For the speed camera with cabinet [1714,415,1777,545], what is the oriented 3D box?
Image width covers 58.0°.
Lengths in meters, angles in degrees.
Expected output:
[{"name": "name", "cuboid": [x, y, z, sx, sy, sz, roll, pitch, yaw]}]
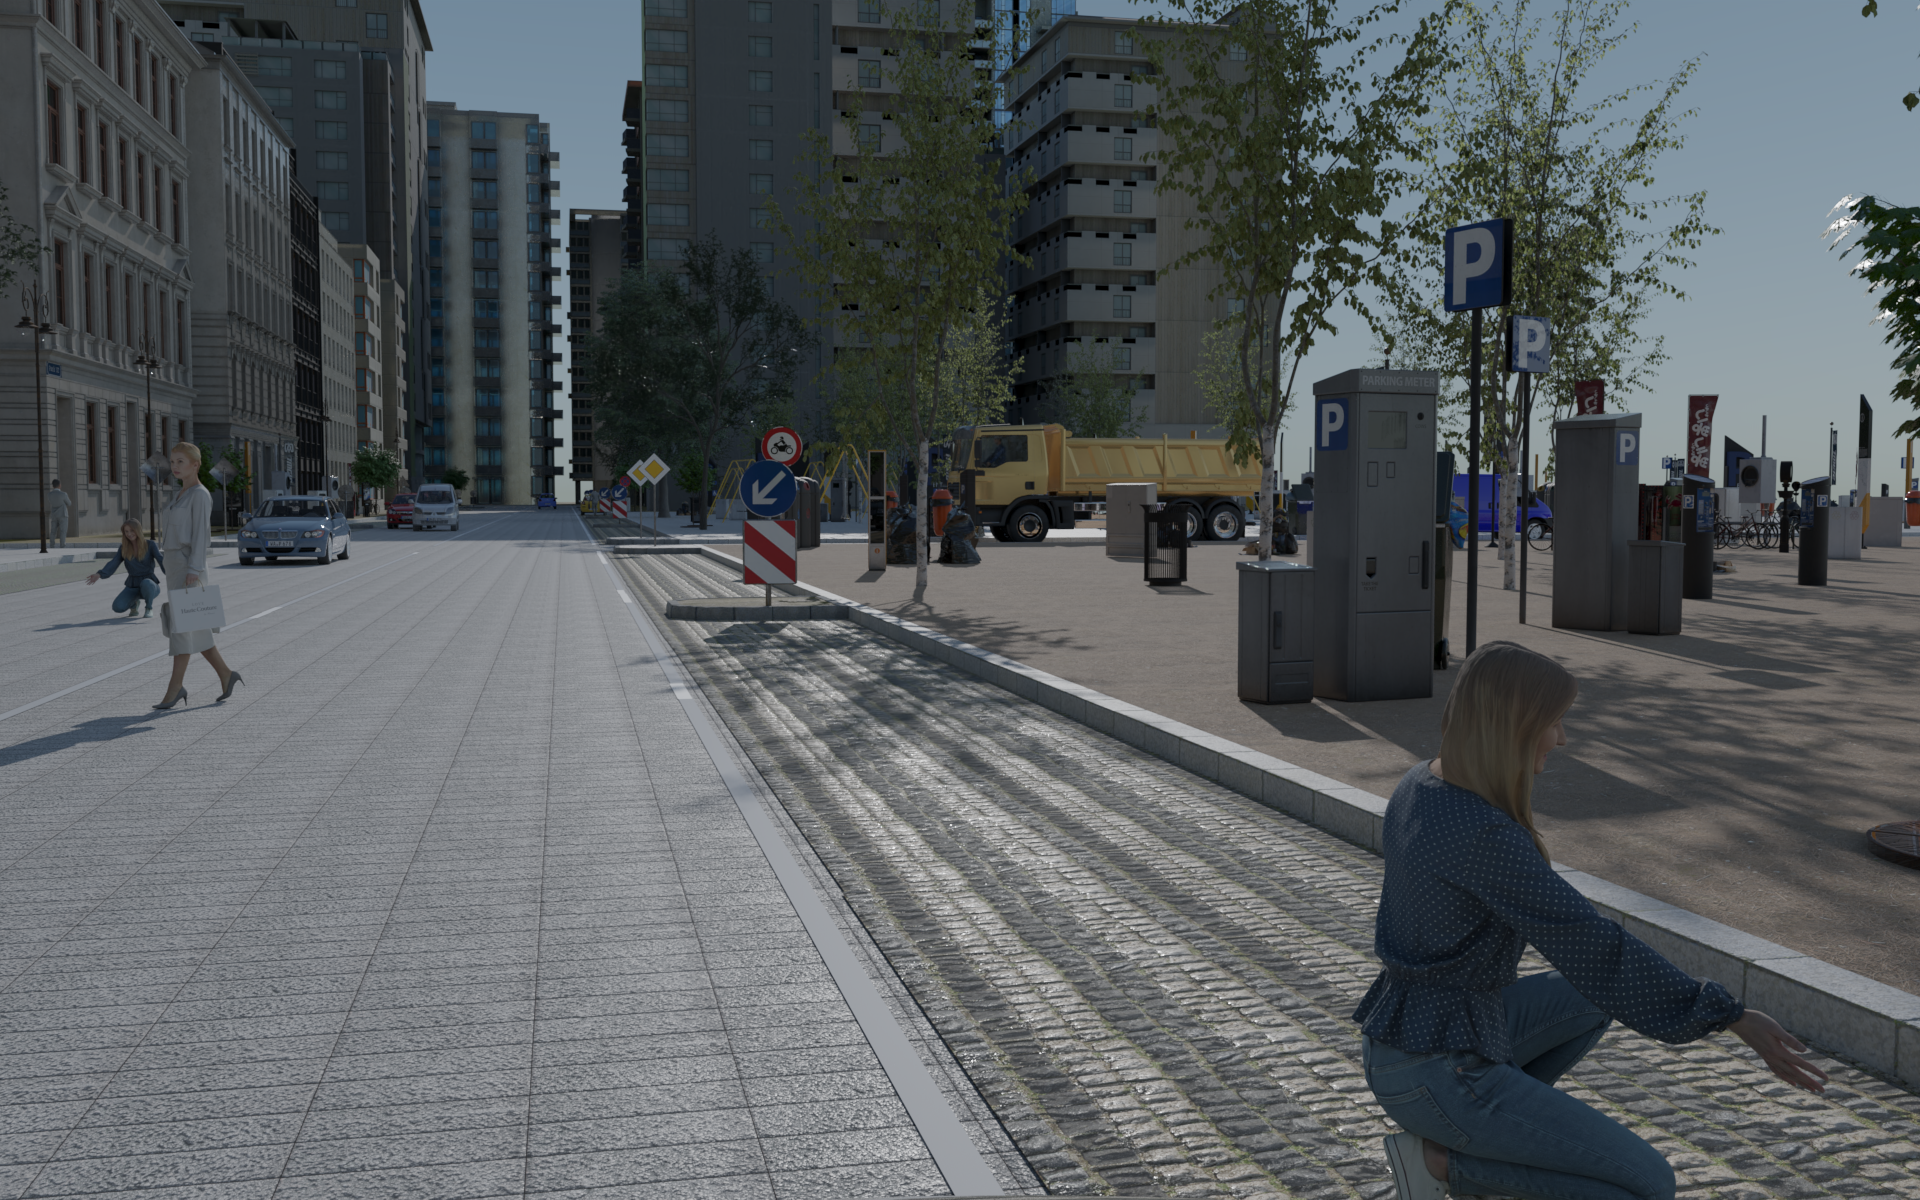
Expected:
[{"name": "speed camera with cabinet", "cuboid": [19.690, -3.037, 43.993, 0.660, 3.252, 2.038, -2, 4, -24]}]

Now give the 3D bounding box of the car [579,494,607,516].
[{"name": "car", "cuboid": [-24.626, -6.499, 116.488, 2.015, 1.641, 3.980, -1, 4, -11]}]

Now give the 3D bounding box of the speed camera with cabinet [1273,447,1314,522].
[{"name": "speed camera with cabinet", "cuboid": [13.972, -4.789, 72.628, 2.038, 3.252, 0.660, 1, 4, 18]}]

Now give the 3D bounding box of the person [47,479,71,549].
[{"name": "person", "cuboid": [-21.903, -2.047, 42.157, 0.511, 1.800, 0.466, -1, 4, -8]}]

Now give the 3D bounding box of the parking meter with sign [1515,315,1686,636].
[{"name": "parking meter with sign", "cuboid": [6.013, -1.230, 16.373, 0.543, 3.016, 1.738, -2, 4, -32]}]

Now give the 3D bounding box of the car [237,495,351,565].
[{"name": "car", "cuboid": [-13.965, -1.499, 36.503, 2.014, 1.417, 4.499, -1, 4, -12]}]

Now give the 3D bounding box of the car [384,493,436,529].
[{"name": "car", "cuboid": [-22.918, -3.877, 72.423, 2.155, 1.783, 4.494, -1, 4, -14]}]

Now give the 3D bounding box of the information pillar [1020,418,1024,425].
[{"name": "information pillar", "cuboid": [1.925, -3.806, 53.576, 0.183, 3.616, 0.504, 1, 4, 10]}]

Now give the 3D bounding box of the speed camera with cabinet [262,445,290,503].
[{"name": "speed camera with cabinet", "cuboid": [-27.089, -4.545, 68.639, 0.660, 3.252, 2.038, 0, 4, -6]}]

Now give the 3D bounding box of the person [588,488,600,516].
[{"name": "person", "cuboid": [-22.889, -6.104, 108.422, 0.709, 1.813, 0.853, -3, 5, -40]}]

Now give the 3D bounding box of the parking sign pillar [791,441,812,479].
[{"name": "parking sign pillar", "cuboid": [-8.233, -6.109, 88.356, 1.447, 3.967, 1.447, 1, 4, 16]}]

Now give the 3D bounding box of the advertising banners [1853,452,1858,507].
[{"name": "advertising banners", "cuboid": [34.092, -4.267, 65.950, 0.090, 3.025, 2.074, 2, 4, 26]}]

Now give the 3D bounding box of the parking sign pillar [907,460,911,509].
[{"name": "parking sign pillar", "cuboid": [-3.440, -7.989, 119.087, 1.447, 3.967, 1.447, 2, 4, 32]}]

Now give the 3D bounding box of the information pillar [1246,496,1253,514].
[{"name": "information pillar", "cuboid": [18.371, -7.241, 109.741, 0.504, 3.616, 0.183, 2, 4, 27]}]

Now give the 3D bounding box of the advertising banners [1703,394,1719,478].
[{"name": "advertising banners", "cuboid": [12.262, -2.099, 30.500, 2.074, 3.025, 0.090, 0, 4, 4]}]

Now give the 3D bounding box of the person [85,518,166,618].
[{"name": "person", "cuboid": [-9.489, -0.374, 20.111, 1.012, 1.151, 0.738, 0, 4, -5]}]

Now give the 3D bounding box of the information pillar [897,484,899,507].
[{"name": "information pillar", "cuboid": [-3.690, -6.322, 107.863, 0.304, 2.012, 0.304, 3, 5, 43]}]

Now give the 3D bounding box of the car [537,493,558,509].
[{"name": "car", "cuboid": [-39.101, -9.445, 164.018, 1.945, 1.707, 3.694, -1, 4, -14]}]

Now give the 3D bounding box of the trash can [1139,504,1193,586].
[{"name": "trash can", "cuboid": [2.885, -0.773, 24.299, 0.748, 1.137, 0.748, 0, 3, 0]}]

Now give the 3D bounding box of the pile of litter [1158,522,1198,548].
[{"name": "pile of litter", "cuboid": [4.837, -1.701, 41.778, 1.719, 0.858, 1.176, 2, 4, 24]}]

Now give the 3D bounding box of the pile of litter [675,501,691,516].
[{"name": "pile of litter", "cuboid": [-16.224, -5.467, 103.353, 1.719, 0.858, 1.176, -2, 4, -26]}]

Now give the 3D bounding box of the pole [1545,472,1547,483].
[{"name": "pole", "cuboid": [46.169, -8.724, 136.483, 0.158, 3.312, 0.155, 0, 3, 0]}]

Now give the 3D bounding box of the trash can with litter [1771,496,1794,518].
[{"name": "trash can with litter", "cuboid": [45.015, -5.126, 94.864, 1.678, 1.210, 2.233, -3, 5, -43]}]

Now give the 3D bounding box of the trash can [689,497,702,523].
[{"name": "trash can", "cuboid": [-11.545, -3.945, 76.149, 0.748, 1.137, 0.748, 0, 3, 0]}]

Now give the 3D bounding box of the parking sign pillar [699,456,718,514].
[{"name": "parking sign pillar", "cuboid": [-15.935, -7.432, 109.983, 1.447, 3.967, 1.447, -3, 5, -41]}]

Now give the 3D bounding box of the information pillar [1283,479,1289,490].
[{"name": "information pillar", "cuboid": [16.346, -5.036, 86.838, 0.304, 2.012, 0.304, 1, 4, 9]}]

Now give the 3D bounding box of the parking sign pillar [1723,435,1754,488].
[{"name": "parking sign pillar", "cuboid": [35.629, -5.547, 79.162, 1.447, 3.967, 1.447, 0, 4, 2]}]

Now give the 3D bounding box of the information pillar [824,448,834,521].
[{"name": "information pillar", "cuboid": [-6.194, -5.557, 82.208, 0.504, 3.616, 0.183, 0, 4, 2]}]

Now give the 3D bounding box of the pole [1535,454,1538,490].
[{"name": "pole", "cuboid": [29.392, -5.780, 88.350, 0.158, 3.312, 0.155, 0, 3, 0]}]

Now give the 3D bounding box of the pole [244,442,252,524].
[{"name": "pole", "cuboid": [-27.718, -4.503, 67.459, 0.158, 3.312, 0.155, 0, 3, 0]}]

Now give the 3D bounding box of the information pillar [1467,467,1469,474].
[{"name": "information pillar", "cuboid": [38.039, -8.425, 129.103, 0.504, 3.616, 0.183, 0, 4, -5]}]

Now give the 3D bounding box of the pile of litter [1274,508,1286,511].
[{"name": "pile of litter", "cuboid": [10.403, -2.570, 55.983, 1.719, 0.858, 1.176, 2, 4, 35]}]

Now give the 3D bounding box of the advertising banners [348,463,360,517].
[{"name": "advertising banners", "cuboid": [-34.360, -6.236, 98.151, 0.090, 3.025, 2.074, 0, 4, -5]}]

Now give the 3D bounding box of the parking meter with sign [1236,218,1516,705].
[{"name": "parking meter with sign", "cuboid": [2.586, -0.895, 10.888, 1.738, 3.016, 0.543, -2, 4, -25]}]

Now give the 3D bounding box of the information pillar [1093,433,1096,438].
[{"name": "information pillar", "cuboid": [5.253, -4.636, 67.156, 0.183, 3.616, 0.504, 1, 4, 16]}]

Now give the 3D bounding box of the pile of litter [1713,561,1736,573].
[{"name": "pile of litter", "cuboid": [12.363, -0.924, 29.077, 1.176, 0.858, 1.719, 1, 4, 12]}]

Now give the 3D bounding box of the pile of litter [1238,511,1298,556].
[{"name": "pile of litter", "cuboid": [6.525, -1.400, 36.847, 1.719, 0.858, 1.176, -3, 4, -36]}]

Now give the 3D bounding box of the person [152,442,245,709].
[{"name": "person", "cuboid": [-5.174, -0.176, 11.735, 0.624, 1.780, 0.694, -2, 4, -31]}]

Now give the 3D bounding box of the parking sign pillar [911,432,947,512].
[{"name": "parking sign pillar", "cuboid": [-1.026, -5.129, 72.337, 1.447, 3.967, 1.447, -1, 4, -22]}]

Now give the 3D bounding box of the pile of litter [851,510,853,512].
[{"name": "pile of litter", "cuboid": [-8.236, -6.769, 124.633, 1.176, 0.858, 1.719, 1, 4, 21]}]

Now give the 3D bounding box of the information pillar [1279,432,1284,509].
[{"name": "information pillar", "cuboid": [12.162, -4.536, 65.523, 0.183, 3.616, 0.504, 1, 4, 15]}]

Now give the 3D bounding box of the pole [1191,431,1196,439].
[{"name": "pole", "cuboid": [7.510, -3.787, 55.768, 0.158, 3.312, 0.155, 0, 3, 0]}]

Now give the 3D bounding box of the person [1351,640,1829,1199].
[{"name": "person", "cuboid": [1.150, 0.643, 3.485, 0.738, 1.151, 1.012, 0, 4, 3]}]

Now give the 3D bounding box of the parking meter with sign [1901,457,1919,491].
[{"name": "parking meter with sign", "cuboid": [44.316, -5.163, 80.676, 0.543, 3.016, 1.738, 1, 4, 15]}]

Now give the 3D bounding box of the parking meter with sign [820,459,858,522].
[{"name": "parking meter with sign", "cuboid": [-5.558, -5.069, 79.145, 1.738, 3.016, 0.543, 0, 4, 8]}]

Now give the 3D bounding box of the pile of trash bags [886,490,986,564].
[{"name": "pile of trash bags", "cuboid": [-0.480, -1.436, 33.233, 1.912, 1.369, 3.447, 0, 4, 4]}]

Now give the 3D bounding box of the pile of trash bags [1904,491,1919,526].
[{"name": "pile of trash bags", "cuboid": [26.052, -2.175, 45.319, 3.447, 1.369, 1.912, -1, 4, -23]}]

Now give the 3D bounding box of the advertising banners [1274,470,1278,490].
[{"name": "advertising banners", "cuboid": [23.354, -7.933, 125.884, 0.090, 3.025, 2.074, -1, 4, -21]}]

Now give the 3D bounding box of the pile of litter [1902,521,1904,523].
[{"name": "pile of litter", "cuboid": [41.952, -3.777, 75.713, 1.176, 0.858, 1.719, -1, 4, -12]}]

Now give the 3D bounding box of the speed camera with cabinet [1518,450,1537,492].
[{"name": "speed camera with cabinet", "cuboid": [25.663, -5.096, 77.656, 0.660, 3.252, 2.038, -1, 4, -11]}]

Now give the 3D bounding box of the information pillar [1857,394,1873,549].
[{"name": "information pillar", "cuboid": [21.079, -2.999, 40.383, 0.183, 3.616, 0.504, 0, 4, 2]}]

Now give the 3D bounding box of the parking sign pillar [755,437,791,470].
[{"name": "parking sign pillar", "cuboid": [-8.995, -5.714, 81.890, 1.447, 3.967, 1.447, -1, 4, -18]}]

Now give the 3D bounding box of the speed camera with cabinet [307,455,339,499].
[{"name": "speed camera with cabinet", "cuboid": [-32.345, -5.726, 87.961, 0.660, 3.252, 2.038, 1, 4, 11]}]

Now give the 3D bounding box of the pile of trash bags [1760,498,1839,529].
[{"name": "pile of trash bags", "cuboid": [30.726, -3.294, 63.617, 1.912, 1.369, 3.447, -1, 4, -20]}]

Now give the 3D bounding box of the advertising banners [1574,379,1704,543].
[{"name": "advertising banners", "cuboid": [10.055, -1.816, 25.882, 0.090, 3.025, 2.074, -2, 4, -35]}]

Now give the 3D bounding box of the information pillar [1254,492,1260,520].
[{"name": "information pillar", "cuboid": [14.860, -5.015, 86.484, 0.304, 2.012, 0.304, 1, 4, 22]}]

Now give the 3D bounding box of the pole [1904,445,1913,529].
[{"name": "pole", "cuboid": [34.904, -4.274, 63.727, 0.158, 3.312, 0.155, 0, 3, 0]}]

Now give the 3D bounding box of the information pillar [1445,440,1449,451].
[{"name": "information pillar", "cuboid": [21.144, -5.120, 75.068, 0.183, 3.616, 0.504, 3, 5, 45]}]
